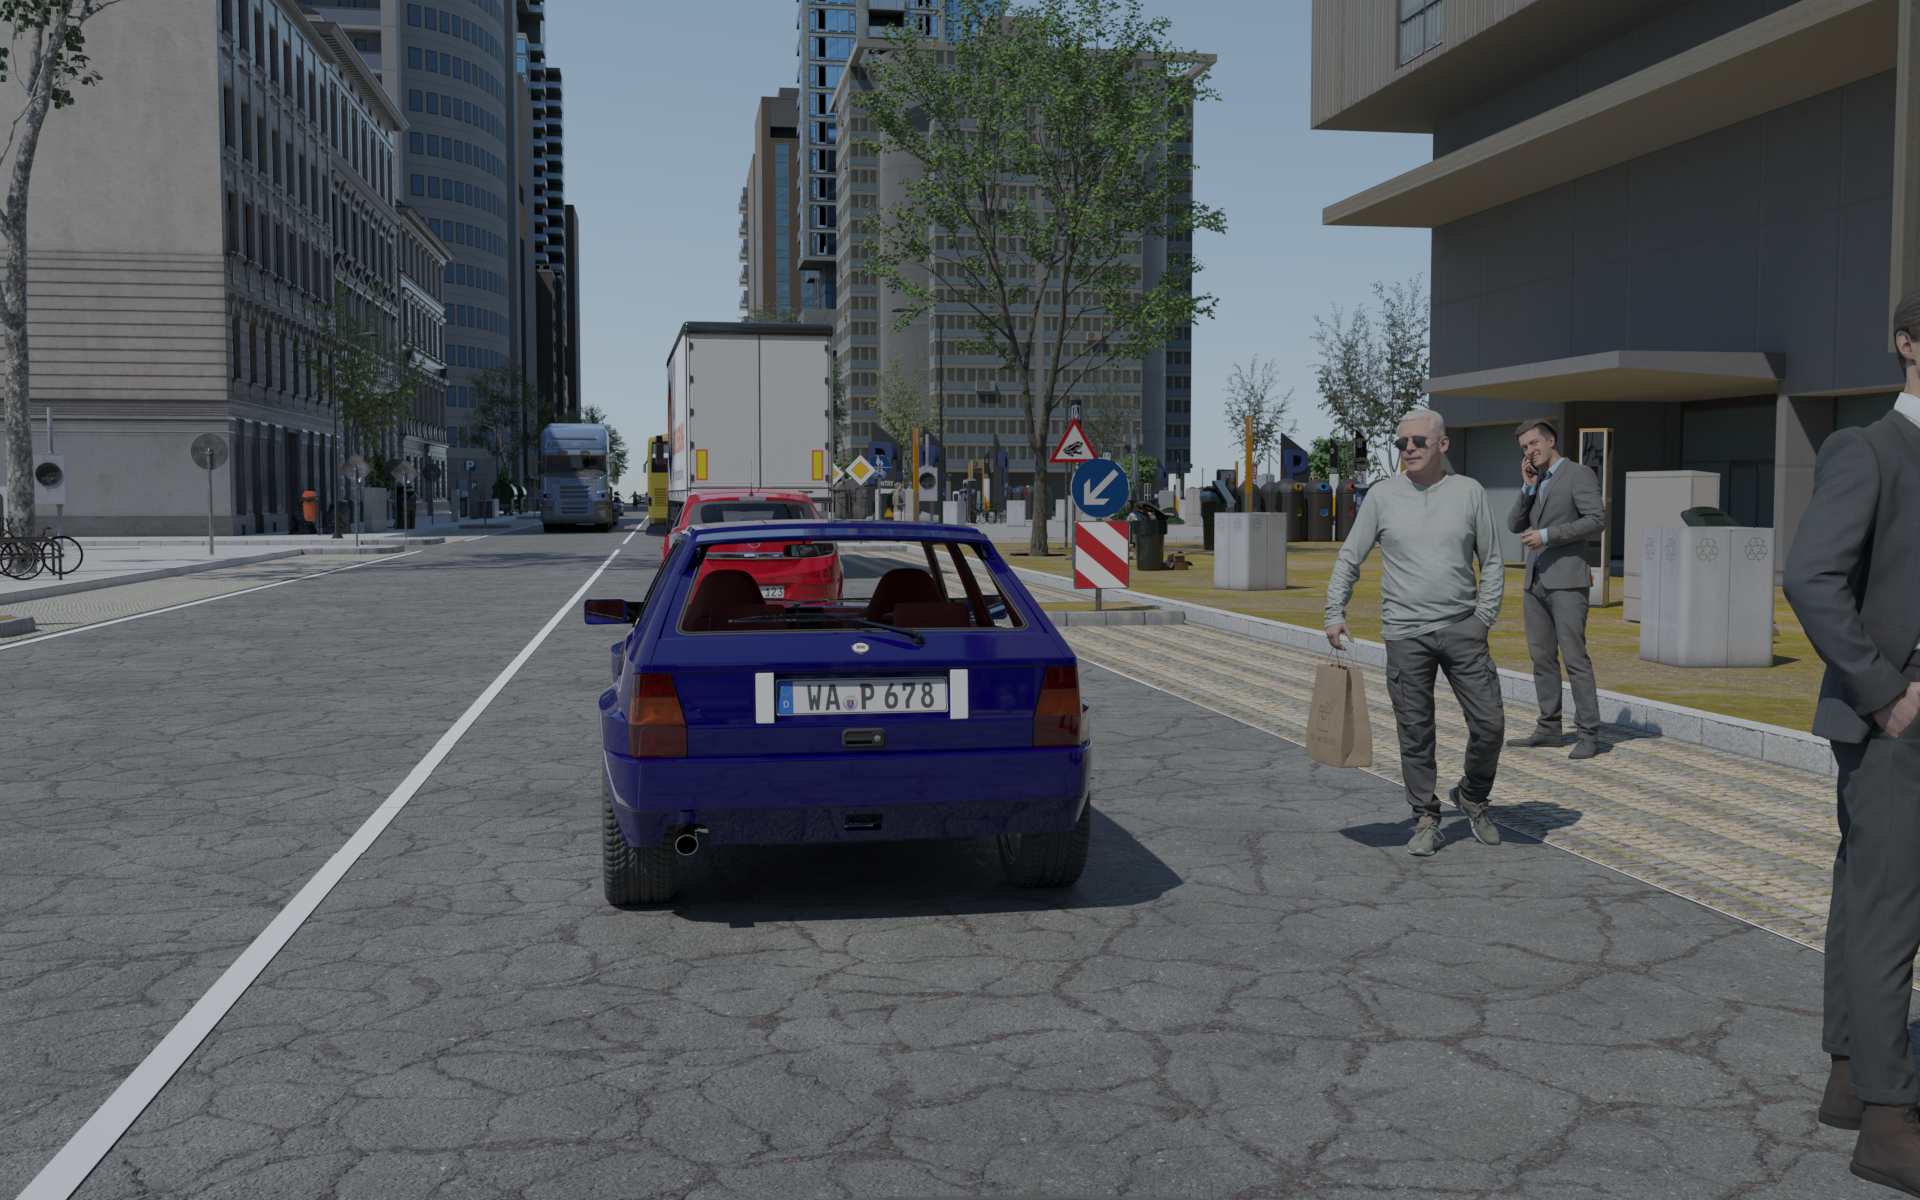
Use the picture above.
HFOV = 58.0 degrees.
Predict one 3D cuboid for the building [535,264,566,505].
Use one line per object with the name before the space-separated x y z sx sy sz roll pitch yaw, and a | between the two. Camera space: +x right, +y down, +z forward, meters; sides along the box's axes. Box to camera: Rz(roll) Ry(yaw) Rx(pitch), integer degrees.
building | -56.370 -27.058 214.098 14.160 30.474 14.107 -1 4 -10

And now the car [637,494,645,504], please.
car | -44.029 -14.130 240.811 2.009 1.686 4.222 -1 4 -9

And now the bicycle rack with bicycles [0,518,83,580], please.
bicycle rack with bicycles | -14.780 -0.776 26.071 2.925 0.926 2.852 -2 4 -29

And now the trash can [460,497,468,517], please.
trash can | -27.476 -5.130 95.530 0.748 1.137 0.748 0 3 0

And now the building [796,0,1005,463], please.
building | -7.237 -52.425 169.826 22.319 86.520 31.000 -1 4 -10

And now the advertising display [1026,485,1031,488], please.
advertising display | 4.865 -7.182 122.635 0.123 1.923 0.974 -1 4 -11

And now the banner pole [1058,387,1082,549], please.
banner pole | 2.617 -3.086 40.467 0.401 3.779 0.863 -2 4 -30

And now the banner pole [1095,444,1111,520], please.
banner pole | 7.191 -5.913 86.701 0.863 3.779 0.401 1 4 20

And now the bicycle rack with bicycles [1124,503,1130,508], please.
bicycle rack with bicycles | 10.269 -6.514 119.888 2.852 0.926 2.925 -1 4 -23

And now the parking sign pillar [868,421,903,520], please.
parking sign pillar | -2.765 -4.613 63.889 1.447 3.967 1.447 2 4 33

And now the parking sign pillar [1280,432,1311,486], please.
parking sign pillar | 14.706 -5.349 75.922 1.447 3.967 1.447 -1 4 -19

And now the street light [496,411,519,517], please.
street light | -25.345 -7.607 96.916 1.470 5.913 1.316 -1 4 -10

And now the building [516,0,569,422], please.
building | -63.695 -56.401 234.826 22.319 86.520 31.000 -1 4 -10

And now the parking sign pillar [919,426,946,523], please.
parking sign pillar | -1.121 -4.887 68.369 1.447 3.967 1.447 -3 5 -40

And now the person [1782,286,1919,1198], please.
person | 2.110 0.252 3.742 0.474 1.900 0.648 3 5 44

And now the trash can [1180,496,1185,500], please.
trash can | 13.416 -5.648 104.000 0.748 1.137 0.748 0 3 0

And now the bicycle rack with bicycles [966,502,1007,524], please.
bicycle rack with bicycles | 1.048 -3.749 74.682 2.852 0.926 2.925 -1 4 -21

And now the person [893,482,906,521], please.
person | -1.684 -2.400 48.282 0.362 1.759 0.519 -1 4 -9

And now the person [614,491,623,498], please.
person | -32.281 -9.434 163.266 1.217 1.766 0.721 1 4 8

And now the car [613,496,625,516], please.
car | -22.700 -6.092 112.184 1.945 1.354 3.894 -1 4 -9

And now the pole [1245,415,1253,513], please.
pole | 7.483 -3.122 44.880 0.158 3.312 0.155 0 3 0

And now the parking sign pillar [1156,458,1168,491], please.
parking sign pillar | 15.224 -8.678 130.357 1.447 3.967 1.447 2 4 32

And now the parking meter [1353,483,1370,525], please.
parking meter | 9.460 -1.982 40.811 0.372 1.533 0.369 0 3 0

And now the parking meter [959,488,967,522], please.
parking meter | 0.135 -4.270 78.231 0.372 1.533 0.369 0 3 0

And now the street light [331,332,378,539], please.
street light | -17.392 -4.724 49.778 1.470 5.913 1.316 -1 4 -10

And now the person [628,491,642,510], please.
person | -29.344 -8.999 156.361 1.217 1.736 0.721 0 4 -3

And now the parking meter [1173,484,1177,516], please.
parking meter | 12.602 -5.825 100.950 0.255 1.863 0.399 1 4 21

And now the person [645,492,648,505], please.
person | -40.361 -13.088 223.158 0.621 1.740 0.551 -2 4 -25

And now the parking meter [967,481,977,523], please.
parking meter | 0.543 -4.381 77.341 0.399 1.863 0.255 -2 4 -31

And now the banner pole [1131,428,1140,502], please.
banner pole | 6.598 -4.594 65.124 0.401 3.779 0.863 2 4 31

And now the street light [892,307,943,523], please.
street light | -1.010 -4.329 43.325 1.470 5.913 1.316 -1 4 -10

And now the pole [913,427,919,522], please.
pole | -1.346 -3.618 53.005 0.158 3.312 0.155 0 3 0

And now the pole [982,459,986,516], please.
pole | 1.398 -6.536 100.703 0.158 3.312 0.155 0 3 0

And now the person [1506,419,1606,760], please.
person | 3.258 -0.076 9.549 0.447 1.846 0.655 -1 4 -21

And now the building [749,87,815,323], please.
building | -15.396 -33.182 192.640 14.600 45.320 14.200 -1 4 -10

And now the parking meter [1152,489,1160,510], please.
parking meter | 9.244 -4.486 81.762 0.372 1.533 0.369 0 3 0

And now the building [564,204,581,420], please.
building | -64.138 -37.234 258.884 14.600 45.320 14.200 -1 4 -10

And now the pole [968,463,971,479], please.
pole | 0.654 -7.367 114.291 0.158 3.312 0.155 0 3 0

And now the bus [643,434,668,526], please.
bus | -11.209 -4.753 69.252 2.896 3.916 12.252 -1 4 -10

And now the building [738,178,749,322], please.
building | -19.917 -38.329 246.287 23.786 49.044 30.456 -1 4 -10

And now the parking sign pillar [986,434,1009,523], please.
parking sign pillar | 1.859 -5.498 78.357 1.447 3.967 1.447 1 4 15

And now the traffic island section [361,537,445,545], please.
traffic island section | -16.010 -1.695 49.995 2.009 0.180 2.903 -1 4 -10

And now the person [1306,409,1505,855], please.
person | 1.797 0.123 6.969 0.782 1.767 0.515 1 4 11

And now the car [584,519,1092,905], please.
car | -0.648 0.311 7.498 1.945 1.354 3.894 -1 4 -10

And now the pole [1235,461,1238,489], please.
pole | 17.045 -6.911 106.830 0.158 3.312 0.155 0 3 0

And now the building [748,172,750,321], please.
building | -19.936 -35.066 223.441 14.600 45.320 14.200 -1 4 -10

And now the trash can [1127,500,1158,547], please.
trash can | 4.454 -1.875 42.315 0.748 1.137 0.748 0 3 0

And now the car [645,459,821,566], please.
car | -2.279 -0.580 18.521 2.155 1.783 4.494 -1 4 -9

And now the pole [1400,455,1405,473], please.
pole | 15.977 -4.200 62.514 0.158 3.312 0.155 0 3 0

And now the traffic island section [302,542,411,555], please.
traffic island section | -14.682 -1.213 42.121 2.009 0.180 2.903 -1 4 -10
